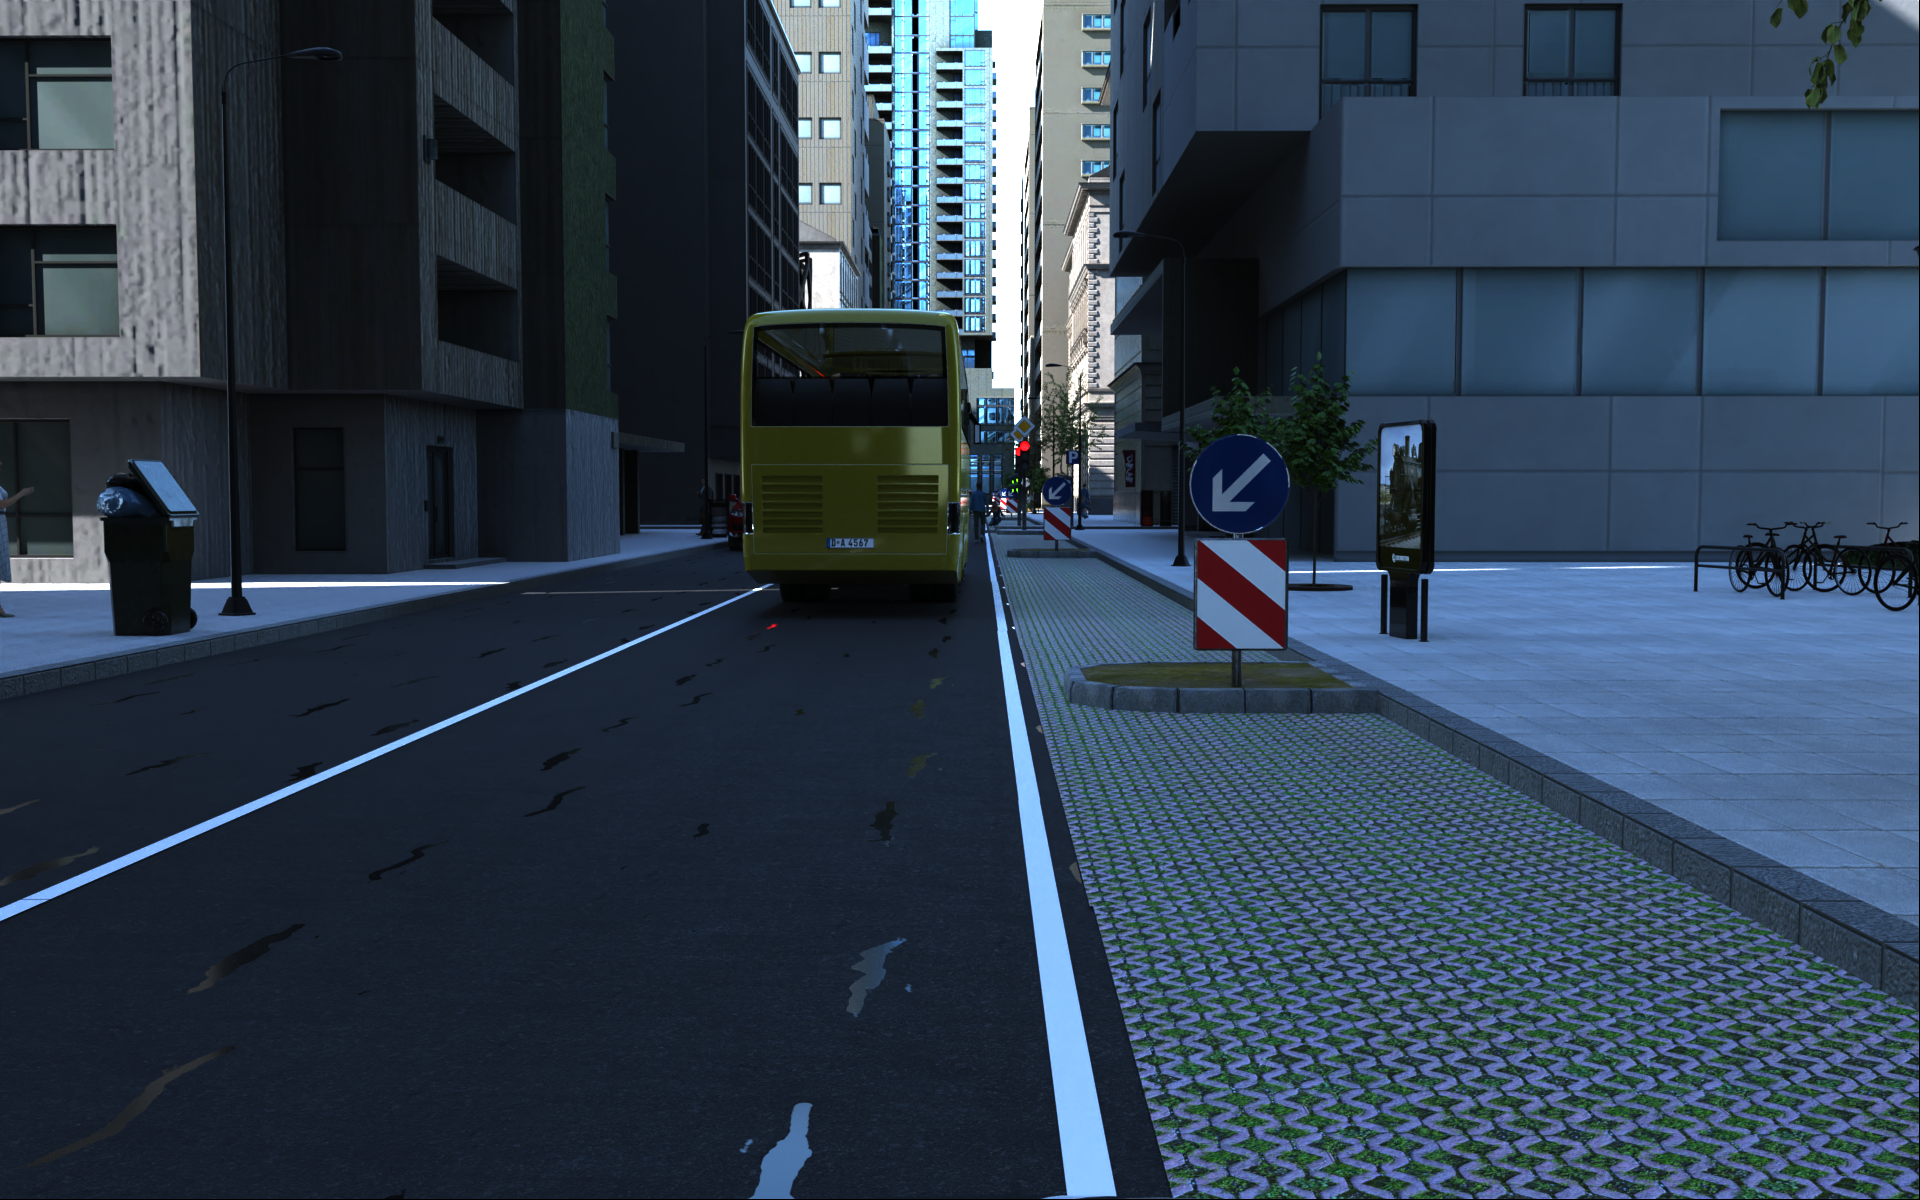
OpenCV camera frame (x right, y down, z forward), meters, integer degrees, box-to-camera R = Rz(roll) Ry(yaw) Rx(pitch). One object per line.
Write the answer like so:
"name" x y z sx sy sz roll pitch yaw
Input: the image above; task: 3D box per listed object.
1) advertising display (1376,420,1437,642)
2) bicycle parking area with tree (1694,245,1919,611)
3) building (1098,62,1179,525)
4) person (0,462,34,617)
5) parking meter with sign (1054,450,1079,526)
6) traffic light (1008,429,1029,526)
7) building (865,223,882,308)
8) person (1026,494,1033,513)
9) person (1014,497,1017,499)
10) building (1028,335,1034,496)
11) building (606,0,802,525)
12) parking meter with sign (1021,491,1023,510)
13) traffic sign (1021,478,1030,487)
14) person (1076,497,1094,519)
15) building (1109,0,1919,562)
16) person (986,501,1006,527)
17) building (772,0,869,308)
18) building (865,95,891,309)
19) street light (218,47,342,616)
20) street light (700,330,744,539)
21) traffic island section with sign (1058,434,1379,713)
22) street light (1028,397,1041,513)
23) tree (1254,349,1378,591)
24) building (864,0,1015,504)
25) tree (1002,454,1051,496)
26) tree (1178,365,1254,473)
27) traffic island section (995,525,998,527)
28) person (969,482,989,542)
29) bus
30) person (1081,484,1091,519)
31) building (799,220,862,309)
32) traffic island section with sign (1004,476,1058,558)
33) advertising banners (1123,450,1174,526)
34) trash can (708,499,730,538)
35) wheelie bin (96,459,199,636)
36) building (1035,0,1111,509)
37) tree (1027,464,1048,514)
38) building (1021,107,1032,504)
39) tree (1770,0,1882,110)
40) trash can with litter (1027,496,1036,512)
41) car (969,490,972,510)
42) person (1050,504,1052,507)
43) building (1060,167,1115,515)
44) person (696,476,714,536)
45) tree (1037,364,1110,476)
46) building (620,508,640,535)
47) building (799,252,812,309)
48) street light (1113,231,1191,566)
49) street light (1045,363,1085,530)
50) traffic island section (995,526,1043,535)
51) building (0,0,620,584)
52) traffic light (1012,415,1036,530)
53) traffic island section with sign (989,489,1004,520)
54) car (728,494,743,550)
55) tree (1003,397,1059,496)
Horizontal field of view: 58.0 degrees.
"advertising display" 3.961 -0.624 15.424 0.123 1.923 0.974 -1 4 -10
"bicycle parking area with tree" 13.681 -2.050 20.516 8.231 4.147 9.016 0 4 3
"building" 21.763 -14.968 78.011 30.059 22.955 16.112 0 4 1
"person" -9.992 -0.701 18.067 0.480 1.755 0.524 3 5 41
"parking meter with sign" 4.250 -4.505 69.912 0.543 3.016 1.738 -1 4 -18
"traffic light" 2.370 -4.943 69.733 0.839 4.253 0.868 0 4 1
"building" -15.438 -24.953 179.688 14.160 30.474 14.107 0 4 1
"person" 4.696 -6.587 117.992 0.590 1.304 0.306 1 4 11
"person" 5.907 -10.745 181.862 1.348 1.807 0.705 3 5 45
"building" 21.460 -20.671 183.014 27.650 21.520 28.899 0 4 1
"building" -15.813 -17.708 83.025 14.314 27.812 24.014 0 4 1
"parking meter with sign" 5.180 -8.991 143.267 0.543 3.016 1.738 0 4 6
"traffic sign" 4.975 -8.066 131.992 0.768 2.556 0.104 0 4 3
"person" 6.187 -4.668 87.869 0.738 1.151 1.012 -3 5 -42
"building" 18.312 -27.854 44.647 28.713 52.752 27.495 0 4 1
"person" 1.544 -3.649 73.655 1.012 1.151 0.738 2 4 30
"building" -22.378 -34.806 158.324 28.713 52.752 27.495 0 4 1
"building" -19.308 -35.715 207.634 21.600 48.544 21.300 0 4 1
"street light" -7.131 -2.792 18.190 1.470 5.913 1.316 0 4 1
"street light" -6.681 -4.690 49.220 1.470 5.913 1.316 0 4 1
"traffic island section with sign" 1.747 -0.218 12.196 1.989 1.847 2.006 0 4 1
"street light" 3.936 -6.744 82.798 1.470 5.913 1.316 0 4 1
"tree" 4.908 -1.754 23.274 1.663 3.219 1.824 0 3 0
"building" -8.051 -56.701 239.734 31.000 86.520 22.319 0 4 1
"tree" 5.363 -9.299 135.745 4.285 4.588 4.351 0 3 0
"tree" 4.081 -1.931 26.177 1.663 3.219 1.824 0 3 0
"traffic island section" 2.409 -2.909 69.847 2.009 0.180 2.903 0 4 1
"person" 0.561 -2.590 51.197 0.601 1.785 0.444 0 4 1
"bus" -1.156 -2.094 25.787 2.896 3.916 12.252 0 4 1
"person" 6.425 -5.102 89.484 0.581 1.822 0.654 2 4 25
"building" -12.724 -17.043 127.803 9.793 20.994 18.267 0 4 1
"traffic island section with sign" 2.071 -1.886 39.466 1.989 1.847 2.006 0 4 1
"advertising banners" 7.455 -4.433 68.667 2.074 3.025 0.090 0 4 -5
"trash can" -7.119 -2.420 51.219 0.748 1.137 0.748 0 3 0
"wheelie bin" -7.448 -0.487 15.865 0.693 1.594 0.980 0 4 0
"building" 17.694 -32.539 155.717 21.300 48.544 21.600 0 4 1
"tree" 5.050 -7.128 111.151 1.663 3.219 1.824 0 3 0
"building" 18.586 -35.702 207.426 21.300 48.544 21.600 0 4 1
"tree" 4.067 -3.400 5.959 4.737 8.622 4.395 0 3 0
"trash can with litter" 4.986 -6.792 122.439 0.624 1.170 1.055 1 4 12
"car" 0.343 -8.888 153.985 2.281 1.827 5.304 0 4 2
"person" 6.859 -7.596 130.260 0.654 1.822 0.581 -2 4 -27
"building" 12.775 -17.501 115.014 11.050 23.489 19.941 0 4 1
"person" -7.757 -2.867 52.875 0.622 1.834 0.822 3 5 42
"tree" 6.187 -9.090 98.984 4.737 8.622 4.395 0 3 0
"building" -23.895 -23.999 47.014 28.867 44.769 22.147 0 4 1
"building" -17.489 -14.519 104.834 16.820 18.784 16.811 0 4 1
"street light" 3.400 -3.556 30.688 1.470 5.913 1.316 0 4 1
"street light" 3.736 -5.454 61.719 1.470 5.913 1.316 0 4 1
"traffic island section" 2.317 -2.421 61.862 2.009 0.180 2.903 0 4 1
"building" -14.462 -15.787 29.822 14.160 30.474 14.107 0 4 1
"traffic light" 2.277 -4.454 61.749 0.839 4.253 0.868 0 4 1
"traffic island section with sign" 2.701 -5.249 94.444 1.989 1.847 2.006 0 4 1
"car" -4.909 -2.273 45.839 2.281 1.827 5.304 0 4 -1
"tree" 5.313 -10.951 129.414 4.360 8.622 3.978 0 3 0
